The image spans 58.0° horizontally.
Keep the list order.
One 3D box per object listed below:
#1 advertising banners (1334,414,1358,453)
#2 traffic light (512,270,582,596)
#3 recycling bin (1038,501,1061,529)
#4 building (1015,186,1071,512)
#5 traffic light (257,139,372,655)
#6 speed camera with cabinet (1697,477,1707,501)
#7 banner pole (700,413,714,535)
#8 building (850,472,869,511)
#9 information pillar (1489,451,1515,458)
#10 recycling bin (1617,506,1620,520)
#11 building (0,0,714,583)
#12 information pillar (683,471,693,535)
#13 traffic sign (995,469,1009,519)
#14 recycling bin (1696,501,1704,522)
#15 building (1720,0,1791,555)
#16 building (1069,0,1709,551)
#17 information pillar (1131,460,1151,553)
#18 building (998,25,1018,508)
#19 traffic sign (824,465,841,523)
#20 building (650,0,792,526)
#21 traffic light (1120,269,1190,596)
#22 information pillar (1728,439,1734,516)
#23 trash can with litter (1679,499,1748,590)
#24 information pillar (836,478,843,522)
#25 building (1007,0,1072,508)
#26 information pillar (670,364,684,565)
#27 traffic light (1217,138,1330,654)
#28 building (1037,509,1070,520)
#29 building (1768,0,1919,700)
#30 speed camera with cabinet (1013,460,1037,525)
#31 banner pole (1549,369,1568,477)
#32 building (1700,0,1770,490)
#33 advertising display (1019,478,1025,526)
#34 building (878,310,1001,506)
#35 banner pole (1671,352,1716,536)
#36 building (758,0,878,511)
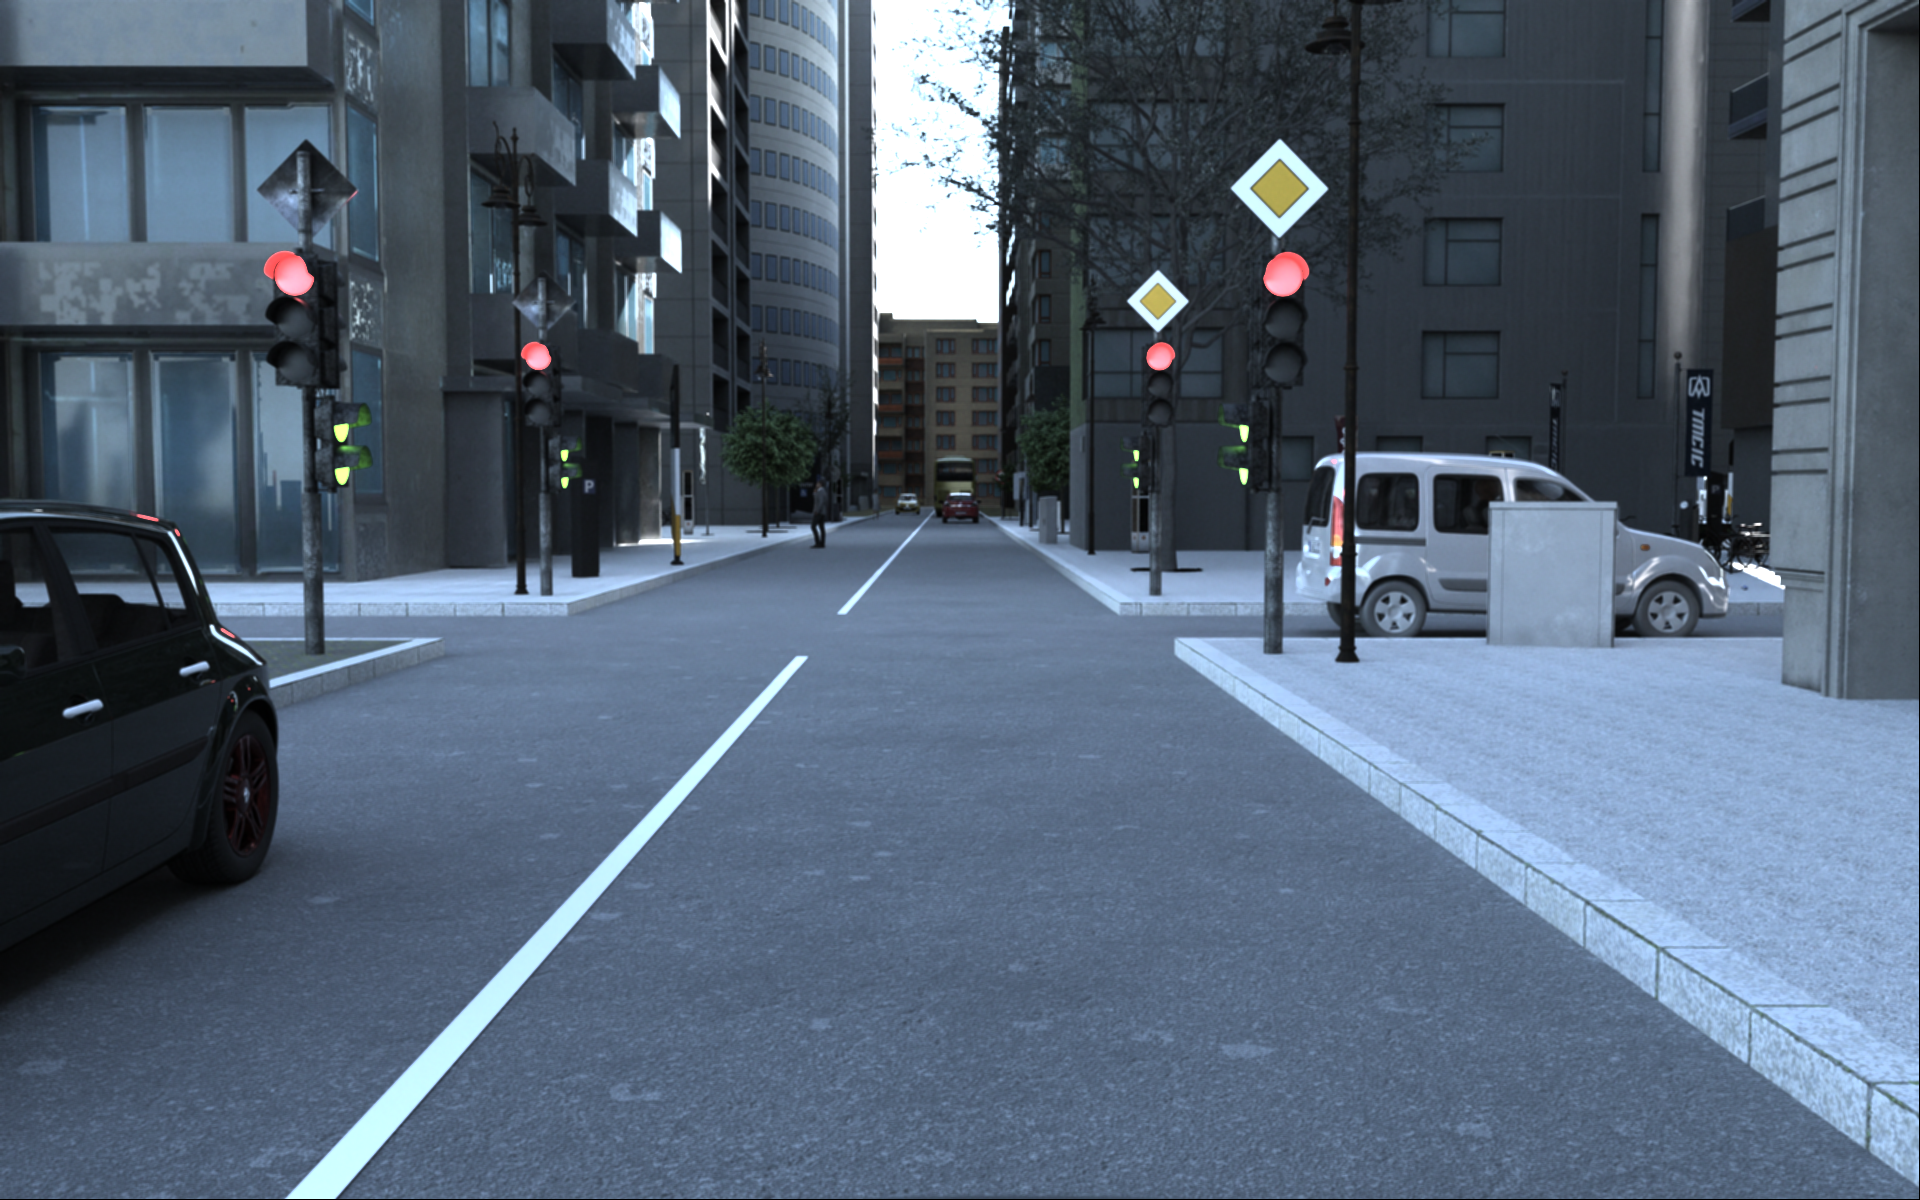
[{"bbox_3d":[9.219,-2.552,37.907,2.074,3.025,0.090,1,4,19],"label":"advertising banners"},{"bbox_3d":[-5.204,-2.009,21.760,0.839,4.253,0.868,0,4,0],"label":"traffic light"},{"bbox_3d":[3.251,-3.082,62.938,0.722,1.027,0.722,1,4,11],"label":"recycling bin"},{"bbox_3d":[17.953,-16.333,112.088,27.650,21.520,28.899,0,4,0],"label":"building"},{"bbox_3d":[-5.158,-1.520,13.775,0.839,4.253,0.868,0,4,0],"label":"traffic light"},{"bbox_3d":[35.293,-5.415,82.877,0.660,3.252,2.038,2,4,30],"label":"speed camera with cabinet"},{"bbox_3d":[-7.964,-3.912,53.985,0.401,3.779,0.863,-2,4,-29],"label":"banner pole"},{"bbox_3d":[-23.695,-27.228,137.052,32.217,40.220,23.993,0,4,0],"label":"building"},{"bbox_3d":[9.291,-1.545,29.752,0.304,2.012,0.304,-2,4,-35],"label":"information pillar"},{"bbox_3d":[34.224,-4.694,89.305,0.722,1.027,0.722,1,4,12],"label":"recycling bin"},{"bbox_3d":[-18.364,-25.480,36.214,23.786,49.044,30.456,0,4,0],"label":"building"},{"bbox_3d":[-8.620,-3.083,54.905,0.304,2.012,0.304,-1,4,-9],"label":"information pillar"},{"bbox_3d":[2.197,-5.438,89.019,0.768,2.556,0.104,0,4,3],"label":"traffic sign"},{"bbox_3d":[27.158,-3.177,64.500,0.722,1.027,0.722,-2,4,-28],"label":"recycling bin"},{"bbox_3d":[23.674,-23.211,29.616,14.200,45.320,14.600,0,4,0],"label":"building"},{"bbox_3d":[9.808,-22.091,44.781,14.154,41.232,14.086,0,4,0],"label":"building"},{"bbox_3d":[3.917,-2.022,37.546,0.304,2.012,0.304,-1,4,-23],"label":"information pillar"},{"bbox_3d":[10.671,-31.429,163.969,14.600,45.320,14.200,0,4,0],"label":"building"},{"bbox_3d":[-5.639,-4.662,76.335,0.768,2.556,0.104,0,4,6],"label":"traffic sign"},{"bbox_3d":[-18.134,-39.148,78.322,20.563,71.187,20.611,0,4,0],"label":"building"},{"bbox_3d":[2.457,-2.012,21.820,0.839,4.253,0.868,0,4,0],"label":"traffic light"},{"bbox_3d":[29.590,-4.577,66.195,0.183,3.616,0.504,-1,4,-20],"label":"information pillar"},{"bbox_3d":[9.711,-0.749,23.299,1.678,1.210,2.233,1,4,19],"label":"trash can with litter"},{"bbox_3d":[-5.591,-4.633,80.248,0.304,2.012,0.304,0,4,-1],"label":"information pillar"},{"bbox_3d":[15.222,-31.926,141.595,23.786,49.044,30.456,0,4,0],"label":"building"},{"bbox_3d":[-5.165,-2.451,31.429,0.183,3.616,0.504,-1,4,-19],"label":"information pillar"},{"bbox_3d":[2.503,-1.524,13.835,0.839,4.253,0.868,0,4,0],"label":"traffic light"},{"bbox_3d":[14.906,-46.916,79.752,22.319,86.520,31.000,0,4,0],"label":"building"},{"bbox_3d":[10.564,-10.102,1.332,11.583,22.565,21.152,0,4,0],"label":"building"},{"bbox_3d":[2.722,-4.771,72.333,0.660,3.252,2.038,1,4,16],"label":"speed camera with cabinet"},{"bbox_3d":[11.942,-2.727,34.596,0.401,3.779,0.863,3,5,44],"label":"banner pole"},{"bbox_3d":[67.503,-44.187,160.707,20.611,71.187,20.563,0,4,0],"label":"building"},{"bbox_3d":[2.463,-3.896,68.907,0.123,1.923,0.974,0,4,7],"label":"advertising display"},{"bbox_3d":[-9.267,-21.419,195.242,28.899,21.520,27.650,0,4,0],"label":"building"},{"bbox_3d":[12.862,-2.481,30.576,0.863,3.779,0.401,0,4,1],"label":"banner pole"},{"bbox_3d":[-21.839,-37.816,160.290,28.212,58.520,21.231,0,4,0],"label":"building"}]
